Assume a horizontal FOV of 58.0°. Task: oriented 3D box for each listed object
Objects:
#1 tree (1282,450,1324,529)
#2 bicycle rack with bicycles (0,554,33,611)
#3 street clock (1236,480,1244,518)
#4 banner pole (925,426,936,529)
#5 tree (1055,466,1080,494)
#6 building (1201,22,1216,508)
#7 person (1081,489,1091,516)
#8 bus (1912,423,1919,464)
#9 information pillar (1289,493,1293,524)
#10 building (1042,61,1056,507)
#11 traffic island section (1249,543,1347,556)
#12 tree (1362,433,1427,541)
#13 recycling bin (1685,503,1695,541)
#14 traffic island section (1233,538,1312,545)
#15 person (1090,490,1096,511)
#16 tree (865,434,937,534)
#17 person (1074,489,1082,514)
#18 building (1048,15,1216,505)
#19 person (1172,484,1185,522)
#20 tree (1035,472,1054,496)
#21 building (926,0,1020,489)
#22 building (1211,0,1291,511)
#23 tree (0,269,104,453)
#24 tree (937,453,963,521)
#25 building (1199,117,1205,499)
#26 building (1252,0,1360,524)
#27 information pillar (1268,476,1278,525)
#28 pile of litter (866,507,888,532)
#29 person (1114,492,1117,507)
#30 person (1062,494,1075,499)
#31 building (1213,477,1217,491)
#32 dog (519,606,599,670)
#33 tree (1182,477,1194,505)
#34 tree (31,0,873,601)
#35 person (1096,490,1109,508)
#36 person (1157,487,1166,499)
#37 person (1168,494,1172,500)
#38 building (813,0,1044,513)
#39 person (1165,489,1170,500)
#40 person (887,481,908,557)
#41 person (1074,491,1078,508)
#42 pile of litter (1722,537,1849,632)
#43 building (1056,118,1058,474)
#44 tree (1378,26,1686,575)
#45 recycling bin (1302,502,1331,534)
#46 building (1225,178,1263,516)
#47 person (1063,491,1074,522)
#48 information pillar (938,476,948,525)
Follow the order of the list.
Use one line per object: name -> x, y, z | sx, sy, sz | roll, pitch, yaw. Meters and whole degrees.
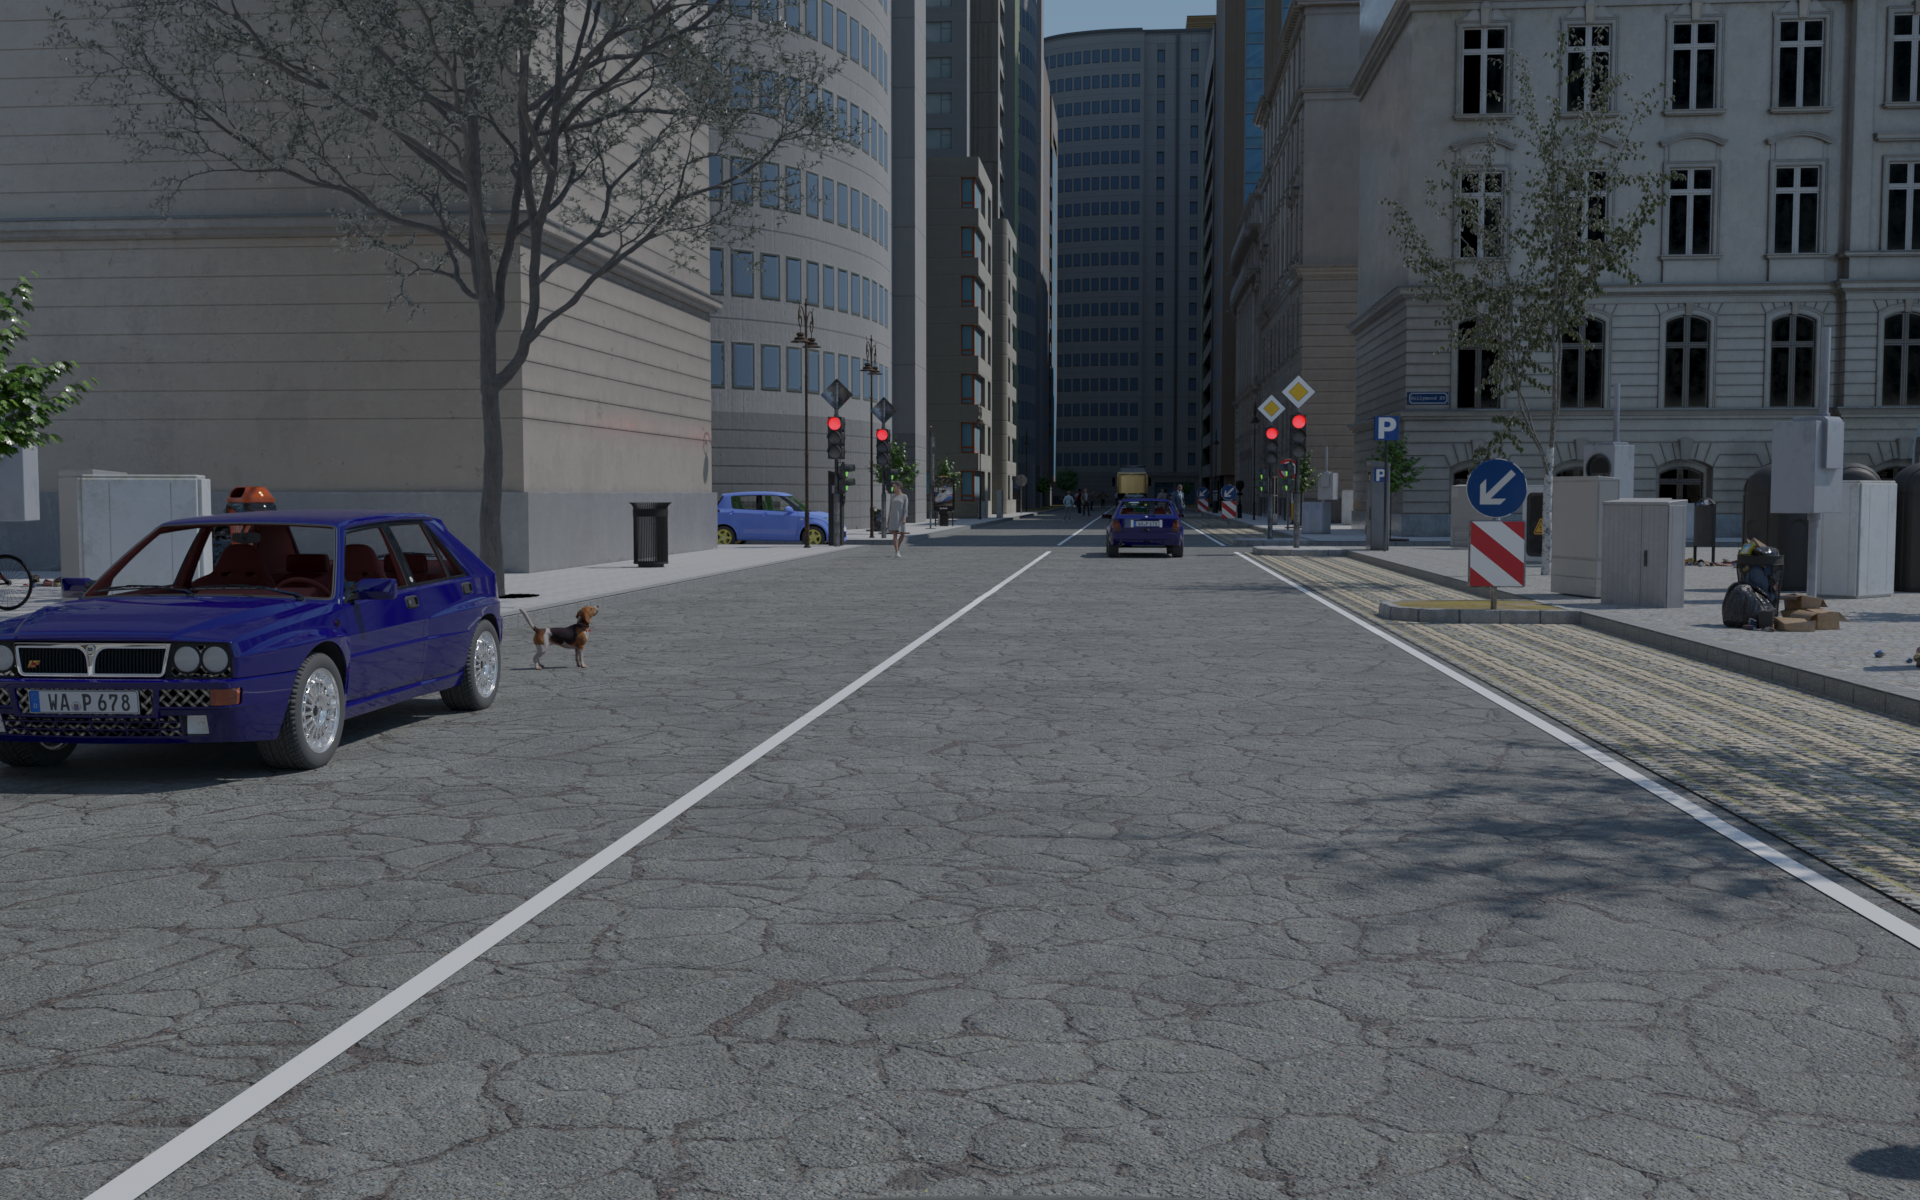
tree -> 12.809, -4.296, 64.843 | 1.663, 3.219, 1.824 | 0, 3, 0
bicycle rack with bicycles -> -11.842, -0.298, 18.261 | 2.925, 0.926, 2.852 | 1, 4, 13
street clock -> 14.880, -5.353, 92.094 | 0.471, 2.002, 0.358 | -3, 5, -41
banner pole -> -1.018, -4.491, 63.440 | 0.401, 3.779, 0.863 | -1, 4, -17
tree -> 12.510, -13.362, 202.174 | 4.285, 4.588, 4.351 | 0, 3, 0
building -> 35.232, -33.494, 171.323 | 21.300, 48.544, 21.600 | 0, 4, 6
person -> 8.170, -6.305, 111.978 | 0.661, 1.777, 0.834 | -1, 4, -21
bus -> 31.018, -2.928, 42.733 | 13.247, 3.499, 2.948 | 0, 4, 7
information pillar -> 14.275, -5.036, 73.685 | 0.504, 3.616, 0.183 | -3, 4, -38
building -> 1.737, -32.057, 174.250 | 14.600, 45.320, 14.200 | 0, 4, 6
traffic island section -> 8.015, -1.154, 41.144 | 2.009, 0.180, 2.903 | 0, 4, 6
tree -> 12.008, -3.247, 47.684 | 1.663, 3.219, 1.824 | 0, 3, 0
recycling bin -> 20.020, -2.179, 48.176 | 0.722, 1.027, 0.722 | 1, 4, 17
traffic island section -> 8.809, -1.640, 49.090 | 2.009, 0.180, 2.903 | 0, 4, 6
person -> 11.503, -8.538, 148.625 | 0.750, 1.759, 0.617 | 2, 4, 29
tree -> -1.992, -3.725, 55.501 | 1.663, 3.219, 1.824 | 0, 3, 0
person -> 8.758, -7.288, 127.619 | 0.705, 1.831, 1.348 | 2, 4, 25
building -> 20.979, -41.353, 218.112 | 28.212, 58.520, 21.231 | 0, 4, 6
person -> 8.295, -3.496, 65.840 | 0.419, 1.800, 0.721 | 3, 5, 45
tree -> 7.201, -9.347, 147.427 | 1.663, 3.219, 1.824 | 0, 3, 0
building -> -2.946, -27.444, 132.299 | 14.154, 41.232, 14.086 | 0, 4, 6
building -> 26.854, -29.546, 133.184 | 14.600, 45.320, 14.200 | 0, 4, 6
tree -> -7.469, -1.105, 12.670 | 1.663, 3.219, 1.824 | 0, 3, 0
tree -> -0.650, -5.331, 81.771 | 1.663, 3.219, 1.824 | 0, 3, 0
building -> 33.438, -30.978, 190.081 | 14.154, 41.232, 14.086 | 0, 4, 6
building -> 21.605, -17.676, 86.267 | 12.463, 27.353, 25.104 | 0, 4, 6
information pillar -> 13.038, -4.139, 72.161 | 0.304, 2.012, 0.304 | 2, 4, 35
pile of litter -> -2.632, -2.791, 59.592 | 1.176, 0.858, 1.719 | -1, 4, -9
person -> 17.503, -11.210, 192.728 | 0.436, 1.711, 0.756 | -1, 4, -21
person -> 9.423, -8.621, 149.978 | 1.217, 1.766, 0.721 | 0, 4, 8
building -> 32.916, -43.492, 149.344 | 20.563, 71.187, 20.611 | 0, 4, 6
dog -> -3.291, 0.307, 14.265 | 0.406, 0.507, 0.540 | 2, 4, 27
tree -> 25.674, -12.350, 196.525 | 1.663, 3.219, 1.824 | 0, 3, 0
tree -> -5.656, -6.769, 21.043 | 12.009, 13.543, 11.850 | 0, 3, 0
person -> 14.926, -10.552, 181.116 | 1.348, 1.812, 0.705 | 1, 4, 18
person -> 11.238, -5.371, 96.501 | 0.511, 1.800, 0.466 | 1, 4, 12
person -> 20.026, -9.228, 162.574 | 0.799, 1.438, 0.628 | -3, 5, -41
building -> -3.856, -37.375, 153.076 | 21.231, 58.520, 28.212 | 0, 4, 6
person -> 17.622, -8.523, 147.849 | 0.705, 1.824, 1.348 | -1, 4, -13
person -> -1.437, -1.849, 39.484 | 0.466, 1.731, 0.760 | -1, 4, -14
person -> 12.055, -10.346, 178.595 | 0.756, 1.711, 0.436 | -1, 4, -17
pile of litter -> 8.033, -0.174, 16.809 | 1.719, 0.858, 1.176 | -3, 4, -38
building -> 3.354, -33.141, 191.969 | 14.200, 45.320, 14.600 | 0, 4, 6
tree -> 9.095, -4.705, 27.294 | 4.360, 8.622, 3.978 | 0, 3, 0
recycling bin -> 11.465, -2.640, 55.714 | 0.722, 1.027, 0.722 | 3, 4, 36
building -> 24.259, -16.454, 110.824 | 13.314, 21.916, 24.055 | 0, 4, 6
person -> 5.561, -4.792, 88.661 | 0.589, 1.601, 0.330 | 1, 4, 21
information pillar -> -0.699, -4.054, 70.772 | 0.304, 2.012, 0.304 | -2, 4, -26
